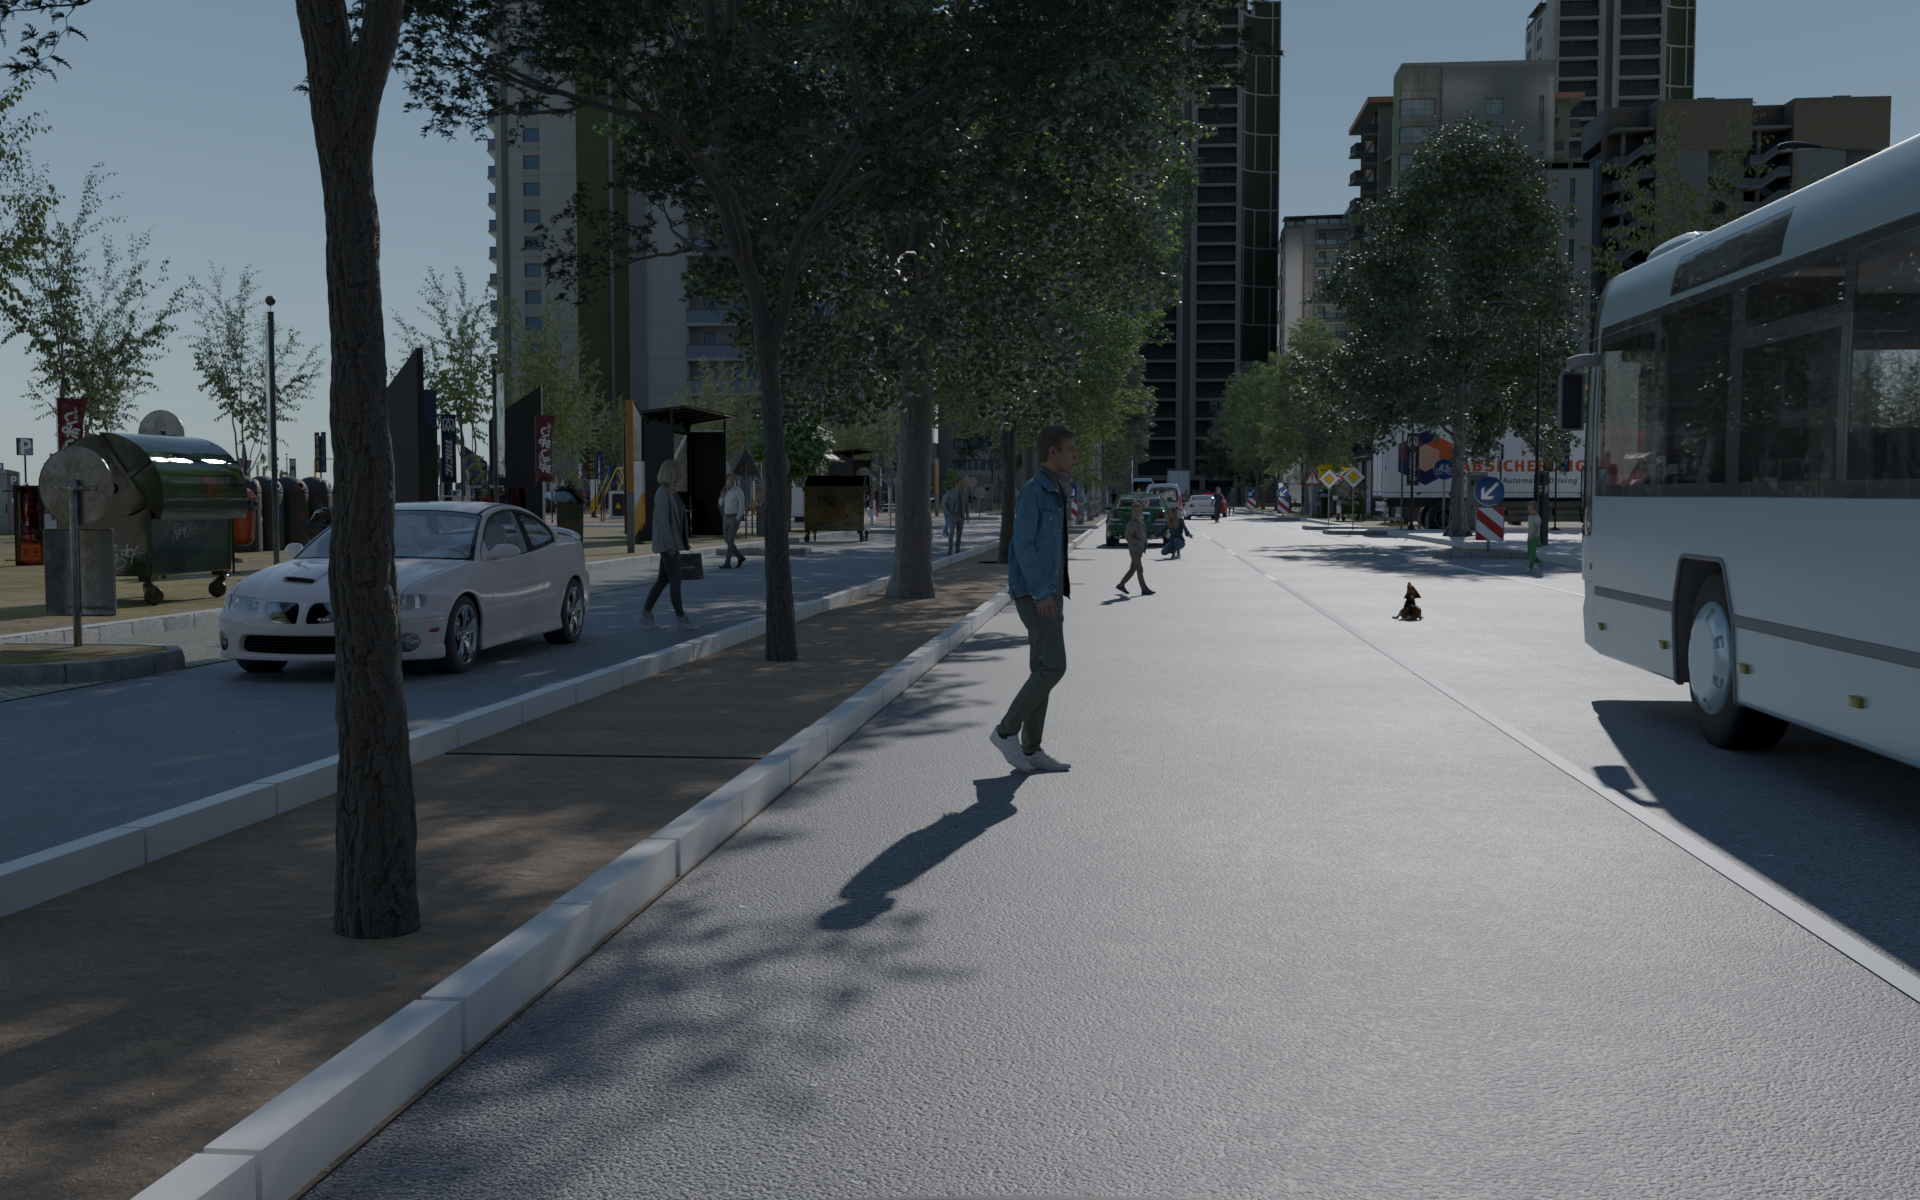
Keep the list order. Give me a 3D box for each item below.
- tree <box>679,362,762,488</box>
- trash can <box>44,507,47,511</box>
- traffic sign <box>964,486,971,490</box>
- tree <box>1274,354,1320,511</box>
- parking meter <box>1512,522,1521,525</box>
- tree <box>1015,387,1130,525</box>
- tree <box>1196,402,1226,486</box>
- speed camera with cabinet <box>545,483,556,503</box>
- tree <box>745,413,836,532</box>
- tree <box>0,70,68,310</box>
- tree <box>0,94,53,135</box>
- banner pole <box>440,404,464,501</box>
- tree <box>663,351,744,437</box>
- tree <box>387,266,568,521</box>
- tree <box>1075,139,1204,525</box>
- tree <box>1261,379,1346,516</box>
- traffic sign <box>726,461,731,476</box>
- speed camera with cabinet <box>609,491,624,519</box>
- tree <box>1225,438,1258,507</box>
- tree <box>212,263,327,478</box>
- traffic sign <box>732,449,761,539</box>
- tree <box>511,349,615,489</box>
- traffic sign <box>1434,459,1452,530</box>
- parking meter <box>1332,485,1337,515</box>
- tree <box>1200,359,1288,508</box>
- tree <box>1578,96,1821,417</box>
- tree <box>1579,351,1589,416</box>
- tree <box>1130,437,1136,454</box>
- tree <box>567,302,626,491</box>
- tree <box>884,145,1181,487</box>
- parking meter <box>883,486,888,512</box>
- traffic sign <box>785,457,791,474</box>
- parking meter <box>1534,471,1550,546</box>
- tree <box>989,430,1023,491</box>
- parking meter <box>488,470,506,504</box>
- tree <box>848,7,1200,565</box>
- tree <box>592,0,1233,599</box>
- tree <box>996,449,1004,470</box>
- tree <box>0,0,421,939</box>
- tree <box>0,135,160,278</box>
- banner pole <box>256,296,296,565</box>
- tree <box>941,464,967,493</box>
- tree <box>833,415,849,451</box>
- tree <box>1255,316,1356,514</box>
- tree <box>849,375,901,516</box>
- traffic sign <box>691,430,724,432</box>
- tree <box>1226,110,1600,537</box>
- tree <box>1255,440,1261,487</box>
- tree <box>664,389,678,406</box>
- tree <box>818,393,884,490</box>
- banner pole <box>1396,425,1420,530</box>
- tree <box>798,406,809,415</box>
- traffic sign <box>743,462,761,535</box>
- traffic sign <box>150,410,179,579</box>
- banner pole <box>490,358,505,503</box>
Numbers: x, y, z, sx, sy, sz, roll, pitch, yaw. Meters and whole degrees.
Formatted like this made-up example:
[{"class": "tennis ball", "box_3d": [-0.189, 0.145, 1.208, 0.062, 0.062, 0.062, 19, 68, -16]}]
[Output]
[{"class": "tree", "box_3d": [-12.465, -8.877, 95.501, 4.737, 8.622, 4.395, 0, 3, 0]}, {"class": "trash can", "box_3d": [-60.846, -6.356, 115.580, 0.748, 1.137, 0.748, 0, 3, 0]}, {"class": "traffic sign", "box_3d": [0.358, -7.691, 125.754, 0.884, 2.594, 0.081, 1, 4, 15]}, {"class": "tree", "box_3d": [23.801, -12.519, 130.438, 9.928, 11.665, 9.643, 0, 3, 0]}, {"class": "parking meter", "box_3d": [23.343, -3.925, 72.592, 0.372, 1.533, 0.369, 0, 3, 0]}, {"class": "tree", "box_3d": [4.686, -7.266, 71.618, 4.737, 8.622, 4.395, 0, 3, 0]}, {"class": "tree", "box_3d": [30.757, -16.738, 190.667, 9.611, 12.733, 9.660, 0, 3, 0]}, {"class": "speed camera with cabinet", "box_3d": [-32.694, -8.736, 137.170, 2.038, 3.252, 0.660, 2, 4, 32]}, {"class": "tree", "box_3d": [-5.791, -4.576, 58.537, 4.285, 4.588, 4.351, 0, 3, 0]}, {"class": "tree", "box_3d": [-14.175, -4.405, 22.379, 4.737, 8.622, 4.395, 0, 3, 0]}, {"class": "tree", "box_3d": [-16.831, -4.754, 28.097, 4.360, 8.622, 3.978, 0, 3, 0]}, {"class": "banner pole", "box_3d": [-13.971, -3.538, 47.863, 0.401, 3.779, 0.863, 3, 5, 44]}, {"class": "tree", "box_3d": [-13.041, -8.484, 89.084, 4.360, 8.622, 3.978, 0, 3, 0]}, {"class": "tree", "box_3d": [-15.916, -6.413, 55.210, 4.737, 8.622, 4.395, 0, 3, 0]}, {"class": "tree", "box_3d": [5.904, -14.381, 93.473, 12.611, 20.169, 13.585, 0, 3, 0]}, {"class": "tree", "box_3d": [20.757, -9.228, 101.233, 4.360, 8.622, 3.978, 0, 3, 0]}, {"class": "traffic sign", "box_3d": [-8.769, -3.873, 63.437, 0.768, 2.556, 0.104, 1, 4, 11]}, {"class": "speed camera with cabinet", "box_3d": [-17.337, -5.890, 90.642, 2.038, 3.252, 0.660, -1, 4, -13]}, {"class": "tree", "box_3d": [29.260, -13.863, 177.023, 4.737, 8.622, 4.395, 0, 3, 0]}, {"class": "tree", "box_3d": [-22.669, -6.402, 55.039, 4.360, 8.622, 3.978, 0, 3, 0]}, {"class": "traffic sign", "box_3d": [-6.126, -3.033, 49.596, 0.884, 2.594, 0.081, 1, 4, 13]}, {"class": "tree", "box_3d": [-19.854, -8.386, 87.476, 4.360, 8.622, 3.978, 0, 3, 0]}, {"class": "traffic sign", "box_3d": [17.367, -3.795, 62.147, 0.768, 2.556, 0.104, 0, 4, 7]}, {"class": "parking meter", "box_3d": [23.002, -6.137, 106.052, 0.399, 1.863, 0.255, 3, 5, 40]}, {"class": "tree", "box_3d": [26.994, -15.115, 157.504, 12.009, 13.543, 11.850, 0, 3, 0]}, {"class": "tree", "box_3d": [13.993, -5.038, 32.732, 4.737, 8.622, 4.395, 0, 3, 0]}, {"class": "tree", "box_3d": [29.352, -7.752, 77.106, 4.360, 8.622, 3.978, 0, 3, 0]}, {"class": "tree", "box_3d": [11.051, -10.796, 129.328, 4.737, 8.622, 4.395, 0, 3, 0]}, {"class": "tree", "box_3d": [-14.803, -6.789, 61.357, 4.737, 8.622, 4.395, 0, 3, 0]}, {"class": "tree", "box_3d": [1.661, -7.536, 43.804, 7.486, 12.596, 7.792, 0, 3, 0]}, {"class": "parking meter", "box_3d": [-5.235, -7.141, 122.459, 0.255, 1.863, 0.399, -2, 4, -34]}, {"class": "traffic sign", "box_3d": [-5.729, -3.338, 54.675, 0.768, 2.556, 0.104, 0, 4, 8]}, {"class": "parking meter", "box_3d": [14.455, -2.286, 43.085, 0.255, 1.863, 0.399, 3, 5, 44]}, {"class": "tree", "box_3d": [4.142, -12.025, 146.969, 4.360, 8.622, 3.978, 0, 3, 0]}, {"class": "parking meter", "box_3d": [-11.133, -2.197, 41.639, 0.399, 1.863, 0.255, 3, 4, 38]}, {"class": "tree", "box_3d": [1.059, -6.535, 35.057, 9.928, 11.665, 9.643, 0, 3, 0]}, {"class": "tree", "box_3d": [-0.678, -6.998, 23.530, 9.857, 13.997, 8.962, 0, 3, 0]}, {"class": "tree", "box_3d": [4.944, -13.035, 163.489, 4.737, 8.622, 4.395, 0, 3, 0]}, {"class": "tree", "box_3d": [-1.847, -4.209, 5.693, 8.767, 10.594, 7.601, 0, 4, 6]}, {"class": "tree", "box_3d": [-19.394, -5.364, 38.058, 4.360, 8.622, 3.978, 0, 3, 0]}, {"class": "banner pole", "box_3d": [-8.806, -1.966, 22.154, 0.401, 3.779, 0.863, -2, 4, -28]}, {"class": "tree", "box_3d": [-0.535, -7.110, 110.851, 1.663, 3.219, 1.824, 0, 3, 0]}, {"class": "tree", "box_3d": [-7.019, -10.871, 128.103, 4.360, 8.622, 3.978, 0, 3, 0]}, {"class": "tree", "box_3d": [22.578, -11.766, 110.503, 7.486, 12.596, 7.792, 0, 3, 0]}, {"class": "tree", "box_3d": [-4.223, -9.347, 103.190, 4.360, 8.622, 3.978, 0, 3, 0]}, {"class": "traffic sign", "box_3d": [-8.595, -3.751, 55.204, 2.265, 3.308, 0.079, 1, 4, 10]}, {"class": "tree", "box_3d": [15.003, -8.262, 52.090, 9.611, 12.733, 9.660, 0, 3, 0]}, {"class": "tree", "box_3d": [25.389, -11.504, 138.455, 4.360, 8.622, 3.978, 0, 3, 0]}, {"class": "tree", "box_3d": [-16.355, -9.568, 106.806, 4.737, 8.622, 4.395, 0, 3, 0]}, {"class": "tree", "box_3d": [-6.528, -9.764, 110.004, 4.737, 8.622, 4.395, 0, 3, 0]}, {"class": "banner pole", "box_3d": [16.148, -4.426, 62.375, 0.863, 3.779, 0.401, 0, 4, -6]}, {"class": "tree", "box_3d": [-9.804, -10.247, 117.908, 4.737, 8.622, 4.395, 0, 3, 0]}, {"class": "traffic sign", "box_3d": [-6.538, -3.200, 54.454, 0.606, 2.300, 0.079, 1, 4, 10]}, {"class": "traffic sign", "box_3d": [-12.085, -1.596, 26.206, 0.768, 2.556, 0.104, 1, 4, 9]}, {"class": "banner pole", "box_3d": [-8.469, -2.556, 31.812, 0.401, 3.779, 0.863, -2, 4, -30]}]
